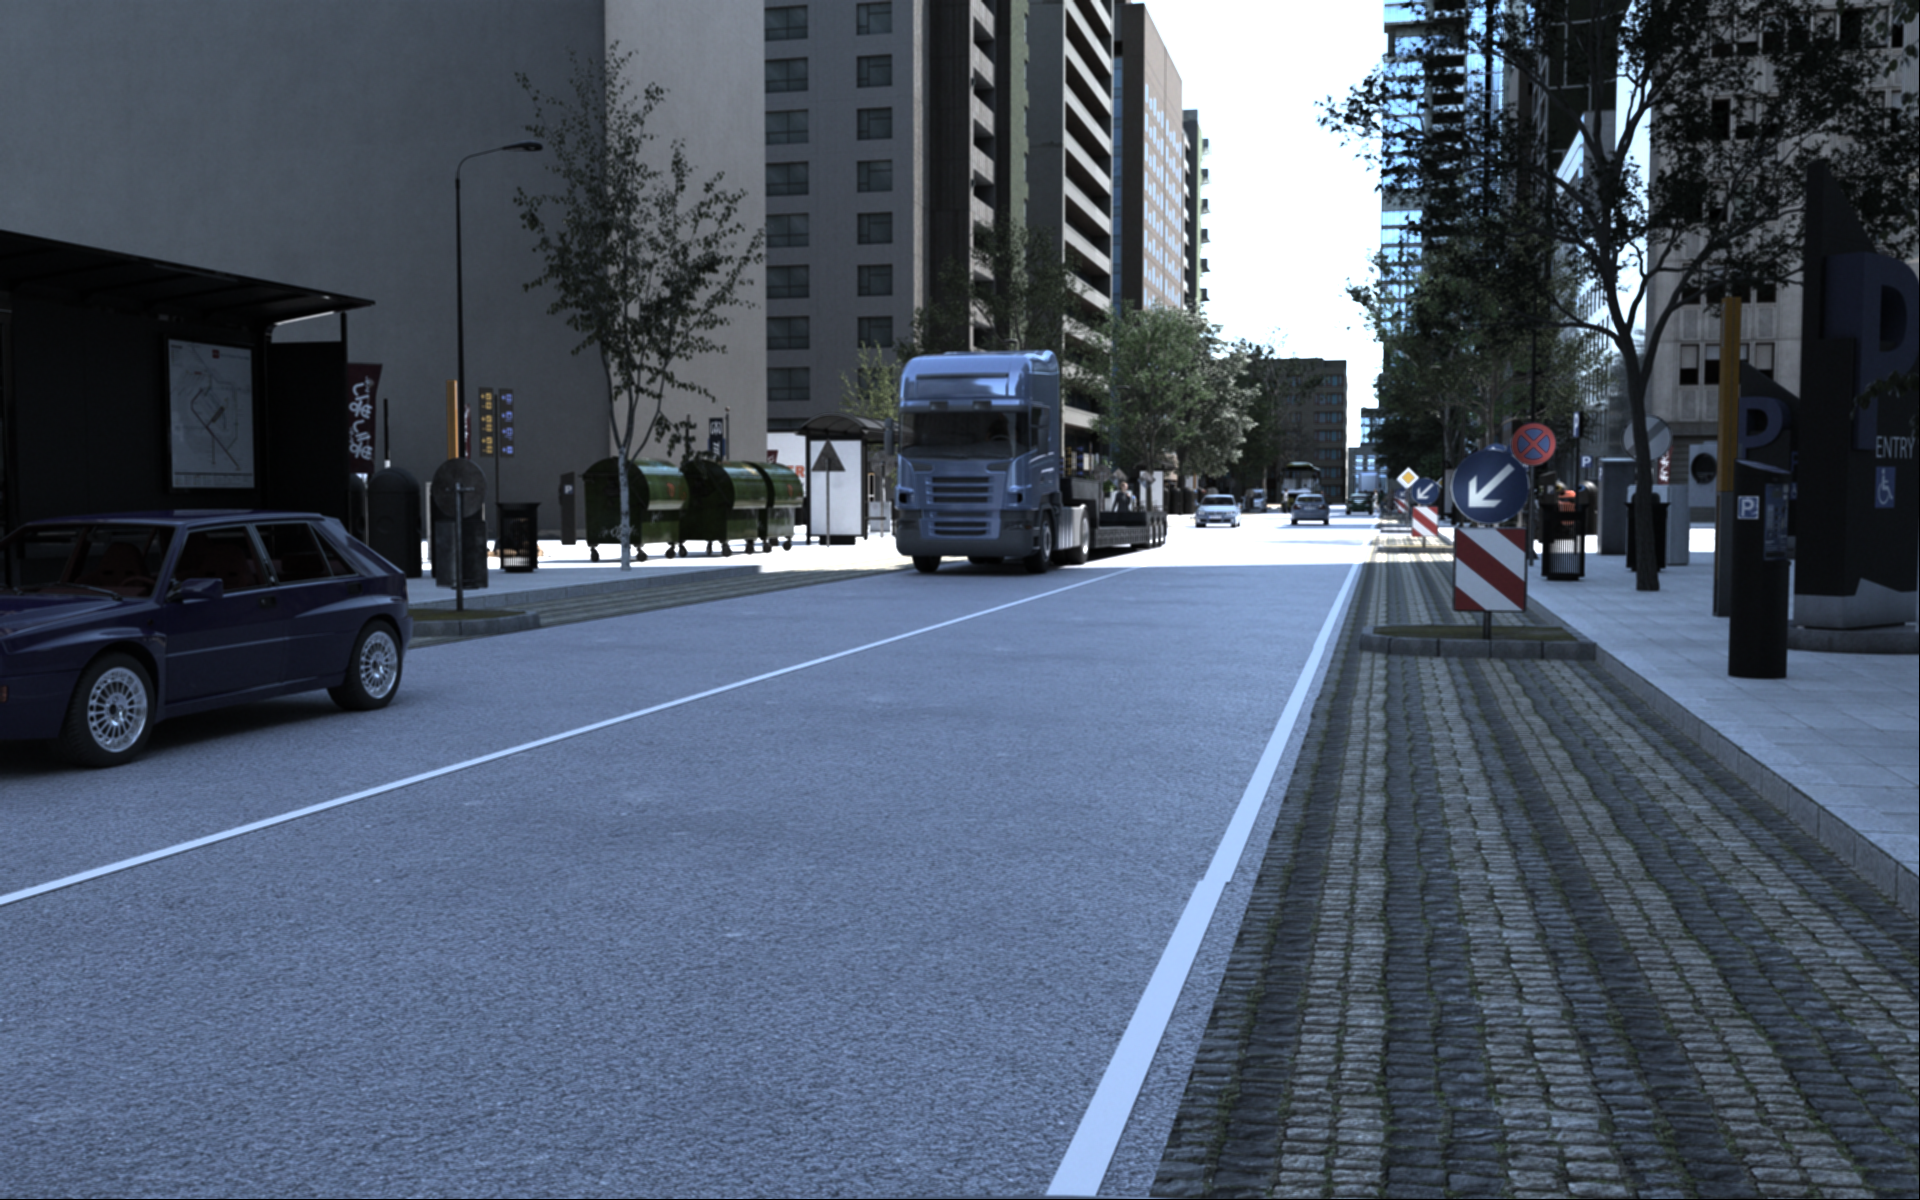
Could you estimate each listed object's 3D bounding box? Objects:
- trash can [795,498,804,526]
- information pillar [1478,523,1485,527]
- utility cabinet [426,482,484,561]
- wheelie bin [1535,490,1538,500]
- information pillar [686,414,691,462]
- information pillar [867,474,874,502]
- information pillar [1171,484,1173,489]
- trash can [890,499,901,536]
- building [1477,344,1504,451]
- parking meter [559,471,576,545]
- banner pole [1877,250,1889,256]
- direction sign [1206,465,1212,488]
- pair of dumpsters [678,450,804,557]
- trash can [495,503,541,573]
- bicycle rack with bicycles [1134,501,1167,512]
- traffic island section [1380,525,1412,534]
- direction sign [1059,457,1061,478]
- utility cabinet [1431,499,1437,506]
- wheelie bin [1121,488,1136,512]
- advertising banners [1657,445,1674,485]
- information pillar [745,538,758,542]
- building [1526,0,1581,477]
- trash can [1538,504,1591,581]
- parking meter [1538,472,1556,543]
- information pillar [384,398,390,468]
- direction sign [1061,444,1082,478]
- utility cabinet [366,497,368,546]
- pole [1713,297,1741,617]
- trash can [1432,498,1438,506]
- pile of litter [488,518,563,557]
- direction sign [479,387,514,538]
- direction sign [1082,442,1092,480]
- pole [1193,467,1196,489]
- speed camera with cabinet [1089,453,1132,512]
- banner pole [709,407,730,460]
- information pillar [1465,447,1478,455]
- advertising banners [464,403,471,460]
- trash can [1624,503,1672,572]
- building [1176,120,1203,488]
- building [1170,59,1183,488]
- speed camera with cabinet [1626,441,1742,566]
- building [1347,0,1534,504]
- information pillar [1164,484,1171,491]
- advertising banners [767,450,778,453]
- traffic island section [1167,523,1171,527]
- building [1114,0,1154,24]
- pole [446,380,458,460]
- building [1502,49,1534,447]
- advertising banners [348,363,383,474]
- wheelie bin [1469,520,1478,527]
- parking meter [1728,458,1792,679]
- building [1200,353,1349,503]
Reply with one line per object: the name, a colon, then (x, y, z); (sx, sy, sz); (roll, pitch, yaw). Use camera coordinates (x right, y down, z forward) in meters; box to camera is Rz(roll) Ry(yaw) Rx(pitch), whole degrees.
trash can: (-6.615, -3.553, 69.750); (0.748, 1.137, 0.748); (0, 3, 0)
information pillar: (13.989, -2.542, 46.046); (0.304, 2.012, 0.304); (-3, 4, -39)
utility cabinet: (-9.477, -1.460, 32.552); (1.173, 1.500, 0.318); (2, 4, 28)
wheelie bin: (39.741, -6.830, 119.572); (0.693, 1.594, 0.980); (0, 4, 5)
information pillar: (-7.894, -3.608, 50.348); (0.183, 3.616, 0.504); (0, 4, -3)
information pillar: (-3.298, -3.546, 62.469); (0.304, 2.012, 0.304); (3, 4, 38)
information pillar: (15.729, -7.650, 129.574); (0.304, 2.012, 0.304); (3, 5, 43)
trash can: (-1.695, -2.395, 50.818); (0.748, 1.137, 0.748); (0, 3, 0)
building: (72.182, -21.165, 191.082); (27.650, 21.520, 28.899); (1, 4, 14)
parking meter: (-9.817, -2.300, 43.312); (0.399, 1.863, 0.255); (-1, 4, -21)
banner pole: (9.357, -1.715, 18.058); (0.401, 3.779, 0.863); (-1, 4, -20)
direction sign: (17.902, -8.112, 124.634); (0.379, 3.537, 0.876); (-1, 4, -19)
pair of dumpsters: (-4.758, -2.110, 36.987); (1.574, 2.255, 4.437); (1, 4, 14)
trash can: (-7.235, -1.024, 28.388); (0.748, 1.137, 0.748); (0, 3, 0)
bicycle rack with bicycles: (10.086, -4.991, 94.980); (2.852, 0.926, 2.925); (-1, 4, -21)
traffic island section: (16.594, -2.559, 64.128); (2.009, 0.180, 2.903); (1, 4, 14)
direction sign: (5.942, -6.938, 105.427); (0.876, 3.537, 0.379); (-2, 4, -32)
utility cabinet: (38.035, -7.864, 139.736); (1.020, 1.237, 0.306); (1, 4, 22)
wheelie bin: (8.655, -5.006, 89.751); (0.980, 1.594, 0.693); (1, 4, 17)
advertising banners: (24.592, -4.052, 62.443); (2.074, 3.025, 0.090); (1, 4, 16)
information pillar: (-5.633, -2.577, 46.633); (0.304, 2.012, 0.304); (1, 4, 9)
building: (59.379, -43.641, 151.790); (20.563, 71.187, 20.611); (1, 4, 14)
trash can: (8.968, -0.861, 25.732); (0.748, 1.137, 0.748); (0, 3, 0)
parking meter: (15.267, -2.407, 45.066); (0.399, 1.863, 0.255); (-1, 4, -16)
information pillar: (-14.080, -3.134, 42.590); (0.183, 3.616, 0.504); (-1, 4, -16)
direction sign: (5.203, -5.322, 79.008); (0.876, 3.537, 0.379); (1, 4, 17)
utility cabinet: (-13.621, -1.787, 40.379); (1.020, 1.237, 0.306); (-2, 4, -24)
pole: (7.995, -1.481, 18.050); (0.158, 3.312, 0.155); (0, 3, 0)
trash can: (37.721, -7.674, 137.122); (0.748, 1.137, 0.748); (0, 3, 0)
pile of litter: (-9.016, -1.308, 35.350); (1.719, 0.858, 1.176); (1, 4, 17)
direction sign: (-9.903, -2.757, 37.067); (0.379, 3.537, 0.876); (3, 4, 36)
direction sign: (5.663, -5.092, 75.256); (0.379, 3.537, 0.876); (1, 4, 10)
pole: (16.354, -7.761, 120.735); (0.158, 3.312, 0.155); (0, 3, 0)
speed camera with cabinet: (7.331, -5.505, 84.350); (2.038, 3.252, 0.660); (0, 4, -2)
banner pole: (-6.894, -3.670, 50.015); (0.863, 3.779, 0.401); (2, 4, 26)
information pillar: (25.396, -5.776, 85.784); (0.504, 3.616, 0.183); (2, 4, 26)
advertising banners: (-10.005, -2.319, 34.111); (0.090, 3.025, 2.074); (-3, 4, -36)
trash can: (11.370, -1.041, 28.682); (0.748, 1.137, 0.748); (0, 3, 0)
building: (18.162, -30.732, 186.067); (14.154, 41.232, 14.086); (1, 4, 14)
building: (14.280, -31.929, 172.154); (14.600, 45.320, 14.200); (1, 4, 14)
speed camera with cabinet: (12.886, -2.235, 30.883); (0.660, 3.252, 2.038); (-2, 4, -26)
building: (70.341, -56.713, 239.931); (31.000, 86.520, 22.319); (1, 4, 14)
information pillar: (14.742, -7.311, 124.020); (0.304, 2.012, 0.304); (-2, 4, -32)
advertising banners: (-8.243, -4.445, 68.857); (2.074, 3.025, 0.090); (0, 4, 6)
traffic island section: (7.982, -3.192, 74.474); (2.009, 0.180, 2.903); (1, 4, 14)
building: (10.803, -31.066, 158.045); (14.600, 45.320, 14.200); (1, 4, 14)
pole: (-9.101, -2.279, 31.103); (0.158, 3.312, 0.155); (0, 3, 0)
building: (61.407, -31.837, 170.645); (14.600, 45.320, 14.200); (1, 4, 14)
advertising banners: (-8.650, -1.629, 22.819); (2.074, 3.025, 0.090); (-2, 4, -29)
wheelie bin: (18.307, -3.238, 60.854); (0.980, 1.594, 0.693); (3, 5, 44)
parking meter: (5.613, -0.229, 12.149); (0.372, 1.533, 0.369); (0, 3, 0)
building: (41.542, -24.931, 252.660); (28.899, 21.520, 27.650); (1, 4, 14)
